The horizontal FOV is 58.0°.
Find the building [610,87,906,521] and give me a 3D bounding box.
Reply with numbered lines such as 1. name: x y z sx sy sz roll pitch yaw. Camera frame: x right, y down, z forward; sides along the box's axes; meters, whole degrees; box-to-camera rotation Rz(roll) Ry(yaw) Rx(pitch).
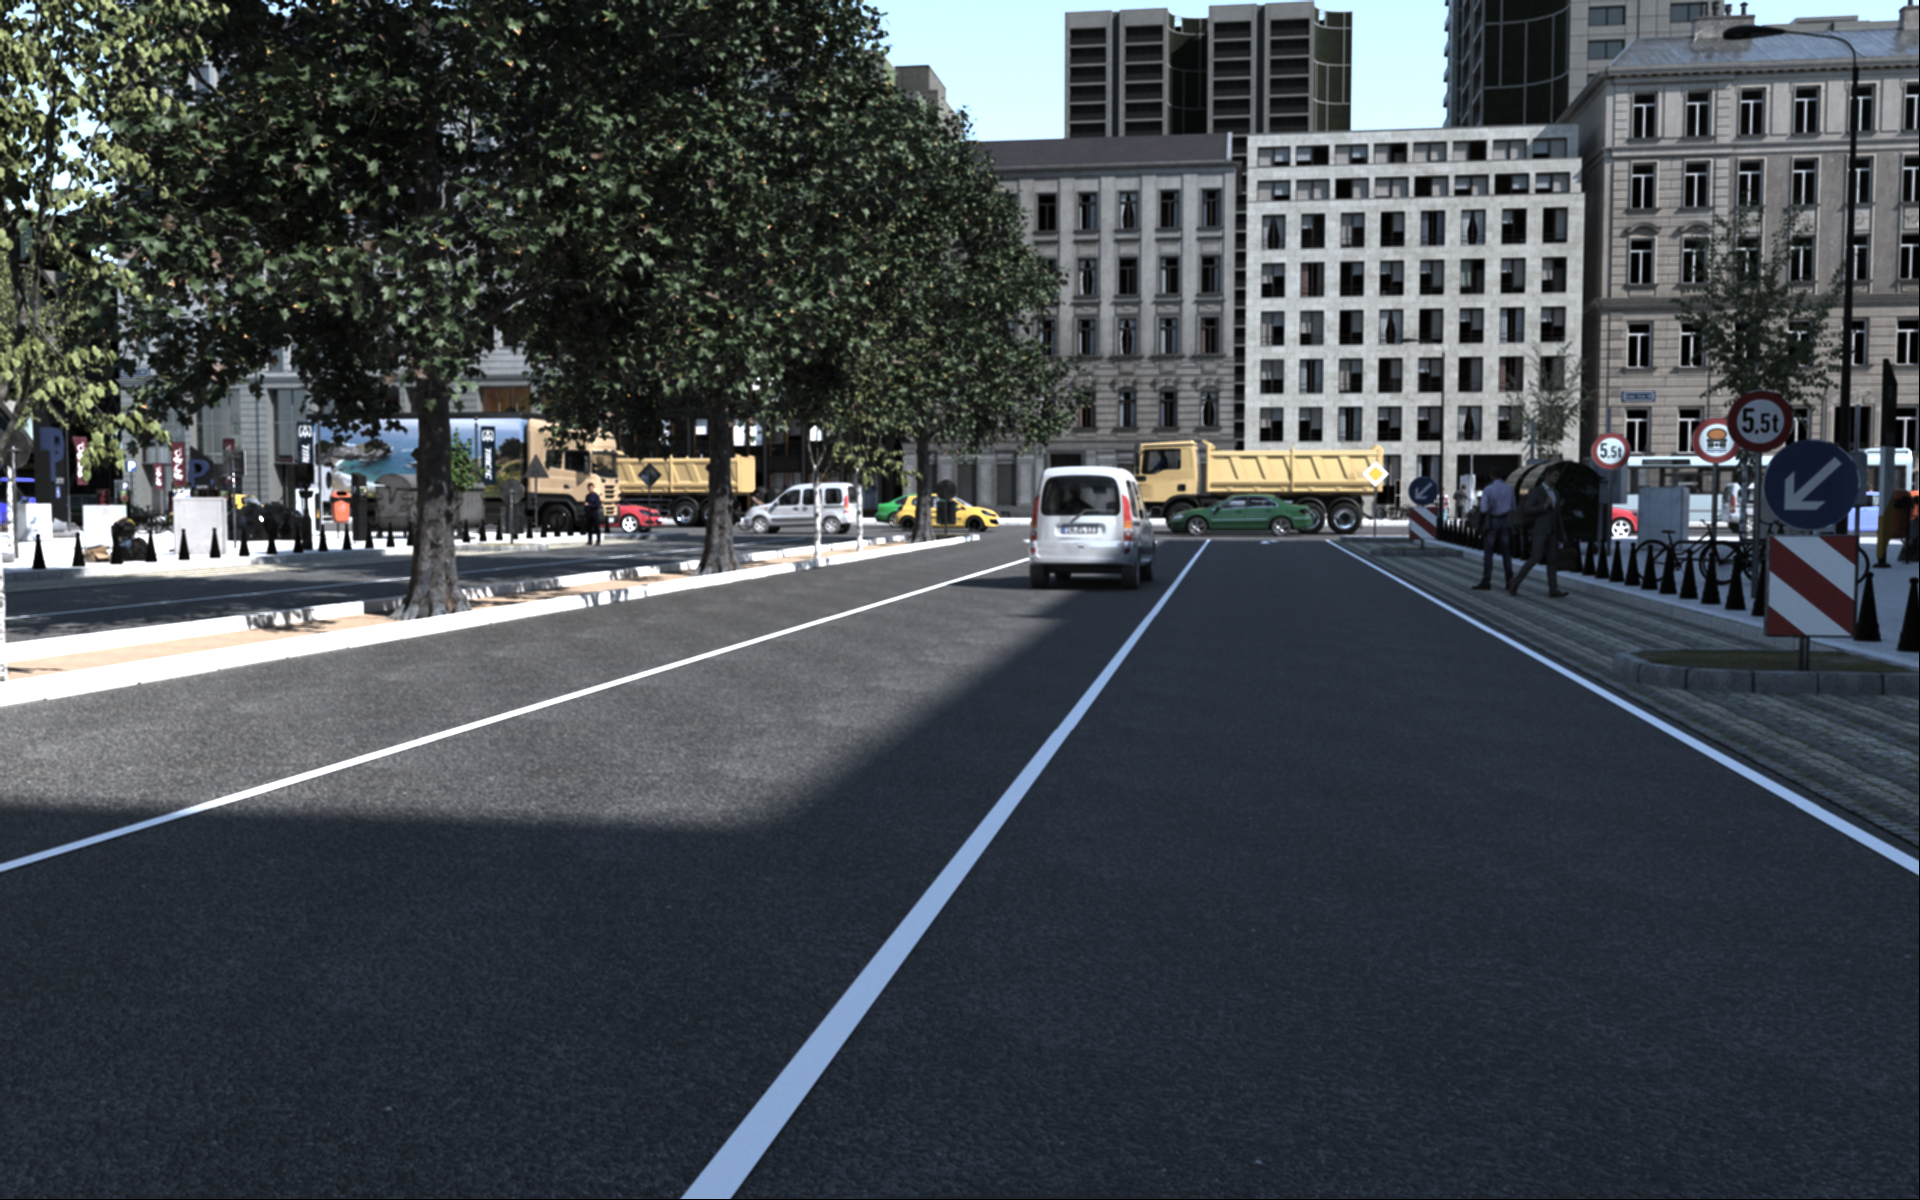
1. building: -10.614 -16.518 99.753 15.834 23.373 12.332 1 4 9

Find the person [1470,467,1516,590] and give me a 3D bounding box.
1. person: 7.952 -1.069 25.840 0.709 1.838 0.599 -1 4 -10

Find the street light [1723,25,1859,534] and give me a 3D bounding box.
1. street light: 8.259 -2.734 17.246 1.470 5.913 1.316 1 4 9

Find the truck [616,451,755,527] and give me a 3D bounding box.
1. truck: -14.025 -4.897 75.985 9.791 3.379 3.469 0 4 7

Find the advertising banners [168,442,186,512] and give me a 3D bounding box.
1. advertising banners: -25.610 -3.812 58.516 2.074 3.025 0.090 0 4 -7

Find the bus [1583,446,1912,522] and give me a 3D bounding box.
1. bus: 31.784 -4.700 71.711 13.247 3.499 2.948 1 4 11

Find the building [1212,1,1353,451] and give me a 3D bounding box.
1. building: 46.888 -49.985 255.505 20.611 71.187 20.563 1 4 9

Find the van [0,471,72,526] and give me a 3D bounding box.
1. van: -34.754 -3.553 62.472 5.245 2.365 2.240 1 4 11

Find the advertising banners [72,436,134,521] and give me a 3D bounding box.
1. advertising banners: -26.180 -3.470 52.928 0.090 3.025 2.074 2 4 25

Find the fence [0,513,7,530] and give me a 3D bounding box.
1. fence: -29.746 -2.414 54.837 0.278 0.683 2.069 2 4 26

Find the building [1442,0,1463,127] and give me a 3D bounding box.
1. building: 58.331 -52.878 177.229 22.319 86.520 31.000 1 4 9

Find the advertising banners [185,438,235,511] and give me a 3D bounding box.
1. advertising banners: -23.726 -3.597 54.994 2.074 3.025 0.090 2 4 27

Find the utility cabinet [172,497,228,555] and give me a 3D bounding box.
1. utility cabinet: -15.976 -1.546 36.436 1.020 1.237 0.306 0 4 -6

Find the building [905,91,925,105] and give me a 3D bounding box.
1. building: -11.379 -29.868 171.933 14.154 41.232 14.086 1 4 9

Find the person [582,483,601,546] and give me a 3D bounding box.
1. person: -10.231 -2.369 47.940 0.576 1.737 0.504 1 4 22

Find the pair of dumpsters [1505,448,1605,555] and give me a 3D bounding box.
1. pair of dumpsters: 13.211 -2.211 38.638 1.574 2.255 4.437 1 4 9

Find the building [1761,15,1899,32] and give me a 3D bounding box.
1. building: 86.944 -34.084 176.887 30.456 49.044 23.786 1 4 9

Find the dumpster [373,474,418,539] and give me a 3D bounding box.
1. dumpster: -16.013 -2.714 50.126 1.264 1.857 1.865 1 4 9

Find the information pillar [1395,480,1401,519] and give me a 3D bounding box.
1. information pillar: 22.503 -5.169 89.000 0.304 2.012 0.304 1 4 16

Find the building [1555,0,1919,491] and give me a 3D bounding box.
1. building: 45.304 -17.973 91.127 25.104 27.353 12.463 1 4 9

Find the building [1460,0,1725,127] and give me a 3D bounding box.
1. building: 53.546 -43.678 152.379 20.563 71.187 20.611 1 4 9

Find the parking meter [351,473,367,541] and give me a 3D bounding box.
1. parking meter: -16.404 -2.545 47.319 0.399 1.863 0.255 3 4 38

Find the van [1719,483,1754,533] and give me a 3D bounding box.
1. van: 30.516 -3.506 64.339 4.112 2.044 2.013 1 4 10

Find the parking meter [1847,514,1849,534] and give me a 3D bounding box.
1. parking meter: 24.950 -2.653 49.081 0.399 1.863 0.255 -1 4 -14

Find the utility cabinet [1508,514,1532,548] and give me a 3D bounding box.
1. utility cabinet: 13.414 -1.859 41.560 1.020 1.237 0.306 0 4 1

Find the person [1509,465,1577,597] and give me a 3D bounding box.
1. person: 8.084 -0.951 24.007 0.622 1.834 0.822 -3 5 -40

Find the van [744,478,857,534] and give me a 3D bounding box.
1. van: -5.768 -3.406 62.703 4.112 2.044 2.013 1 4 11

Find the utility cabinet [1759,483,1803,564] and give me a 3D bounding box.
1. utility cabinet: 14.630 -1.355 30.832 0.318 1.500 1.173 0 4 0

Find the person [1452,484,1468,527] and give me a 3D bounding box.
1. person: 21.560 -4.059 74.678 0.655 1.846 0.447 2 4 27

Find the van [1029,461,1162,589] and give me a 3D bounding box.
1. van: 2.160 -1.259 27.594 2.013 2.044 4.112 1 4 11

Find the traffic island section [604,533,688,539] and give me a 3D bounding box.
1. traffic island section: -10.003 -2.047 55.751 2.009 0.180 2.903 1 4 9

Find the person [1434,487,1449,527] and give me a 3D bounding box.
1. person: 17.773 -3.339 63.930 0.563 1.720 0.643 1 4 12

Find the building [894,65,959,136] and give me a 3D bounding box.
1. building: -12.036 -34.928 194.770 21.600 48.544 21.300 1 4 9

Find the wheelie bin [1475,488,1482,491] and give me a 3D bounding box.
1. wheelie bin: 26.260 -4.886 87.786 0.693 1.594 0.980 0 4 -4

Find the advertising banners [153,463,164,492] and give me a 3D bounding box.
1. advertising banners: -44.588 -6.239 98.191 2.074 3.025 0.090 -2 4 -25

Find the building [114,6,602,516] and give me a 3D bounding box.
1. building: -33.239 -19.895 102.777 29.804 29.767 11.434 1 4 9

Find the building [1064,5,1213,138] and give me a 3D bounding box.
1. building: 26.558 -50.192 258.888 20.611 71.187 20.563 1 4 9

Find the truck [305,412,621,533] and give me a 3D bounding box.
1. truck: -16.942 -4.376 60.466 11.283 4.237 2.839 1 4 8

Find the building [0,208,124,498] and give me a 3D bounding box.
1. building: -61.837 -14.905 111.155 16.811 18.784 16.820 1 4 9

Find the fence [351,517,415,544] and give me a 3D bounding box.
1. fence: -15.066 -1.835 45.372 0.278 0.683 2.069 2 4 31

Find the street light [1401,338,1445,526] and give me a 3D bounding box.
1. street light: 13.811 -4.837 51.621 1.470 5.913 1.316 1 4 9

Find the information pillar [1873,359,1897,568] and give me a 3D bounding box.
1. information pillar: 16.154 -2.375 30.182 0.504 3.616 0.183 -3 5 -43

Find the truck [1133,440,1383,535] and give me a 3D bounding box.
1. truck: 10.250 -4.093 62.846 9.791 3.379 3.469 1 4 11

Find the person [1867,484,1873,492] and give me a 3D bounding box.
1. person: 35.838 -3.668 68.449 0.573 1.828 0.580 -1 4 -20

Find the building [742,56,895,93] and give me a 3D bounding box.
1. building: -14.091 -28.975 157.334 14.154 41.232 14.086 1 4 9

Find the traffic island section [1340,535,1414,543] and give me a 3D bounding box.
1. traffic island section: 12.489 -1.822 52.078 2.009 0.180 2.903 1 4 9

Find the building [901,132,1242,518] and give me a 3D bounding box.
1. building: 6.387 -15.126 96.464 18.267 20.994 9.793 1 4 9

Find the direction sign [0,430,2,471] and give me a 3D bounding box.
1. direction sign: -32.539 -4.054 58.283 0.379 3.537 0.876 0 4 7

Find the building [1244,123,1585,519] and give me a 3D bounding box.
1. building: 24.009 -14.634 94.021 16.860 20.320 10.420 1 4 9
